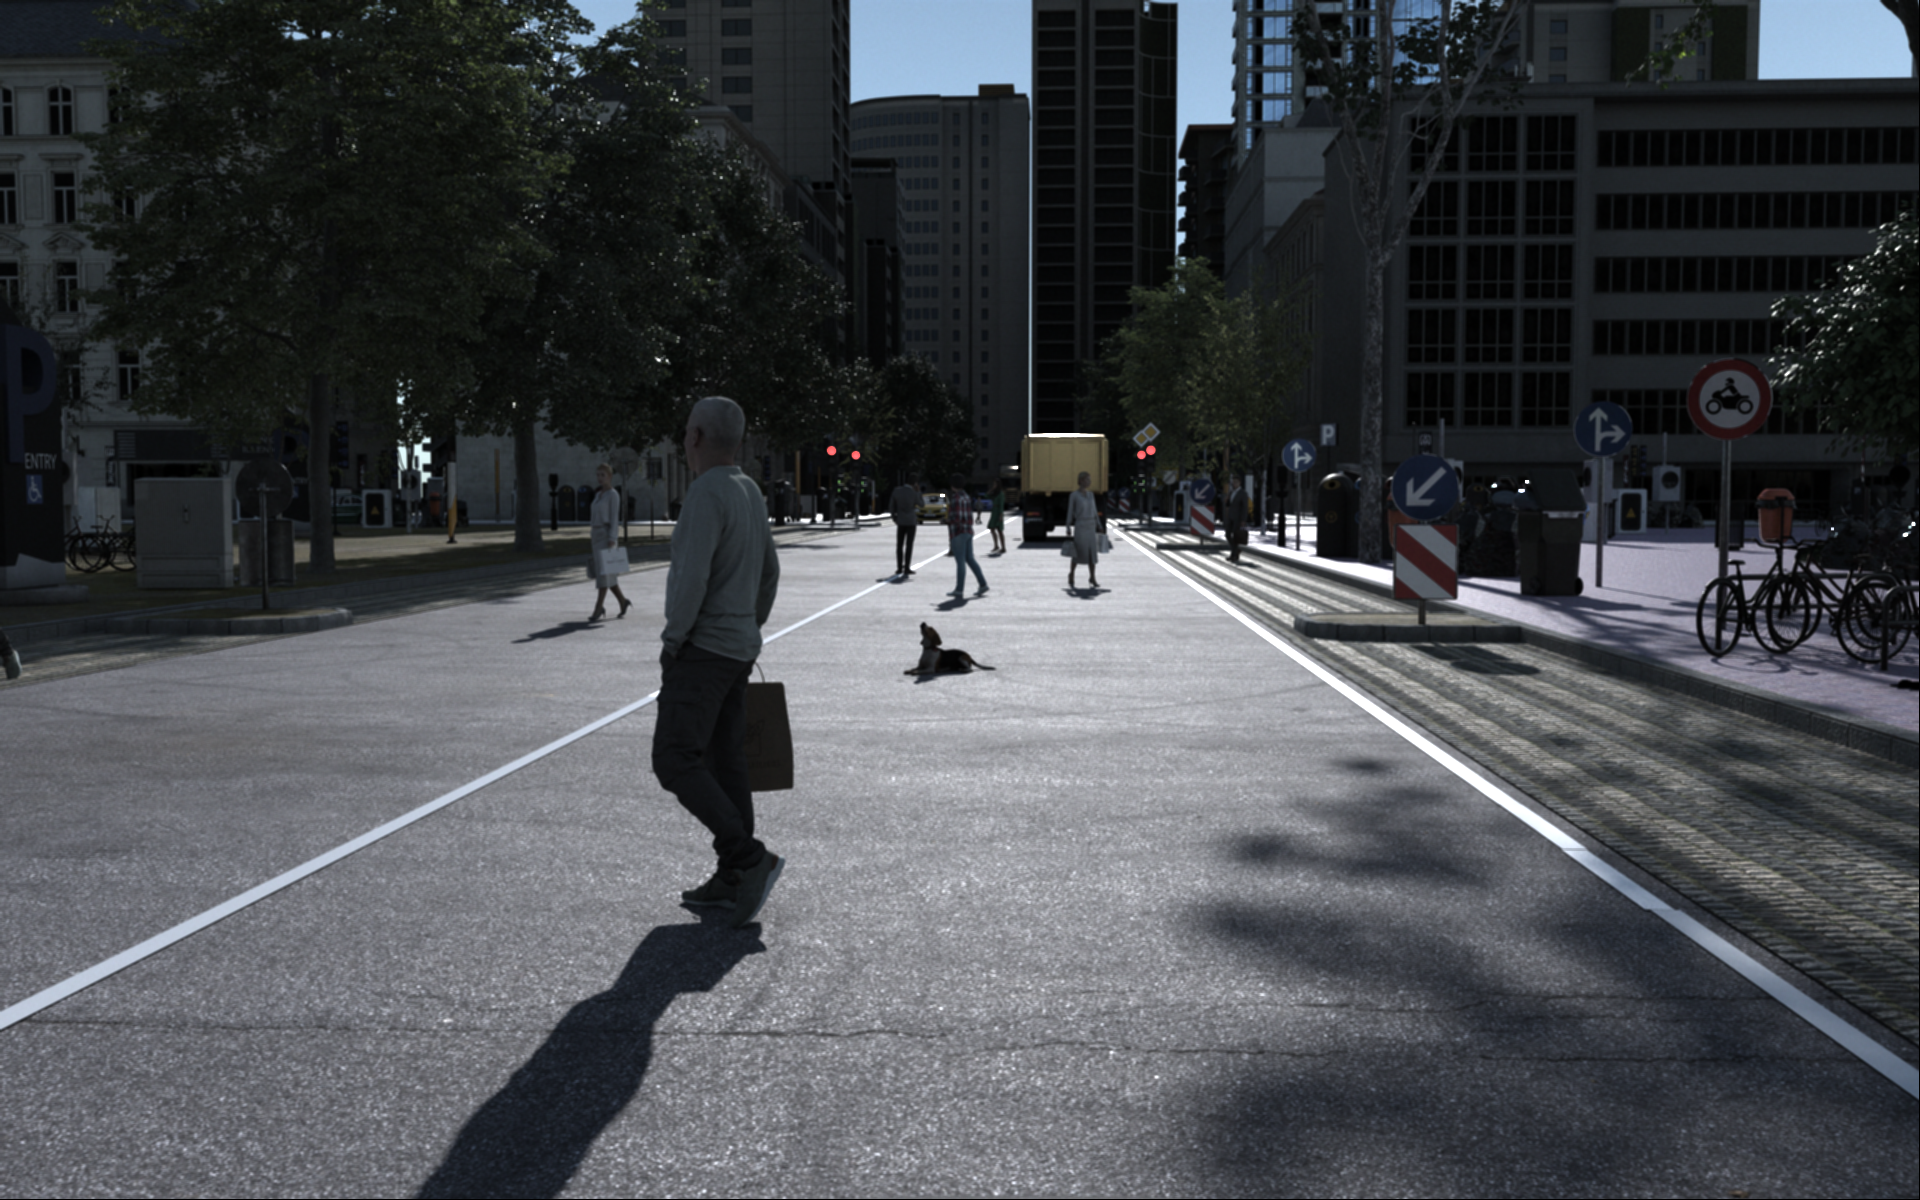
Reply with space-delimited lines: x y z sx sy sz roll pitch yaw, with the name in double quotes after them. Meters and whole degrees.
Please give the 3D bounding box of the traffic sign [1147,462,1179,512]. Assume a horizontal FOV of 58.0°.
12.813 -7.007 108.440 2.265 3.308 0.079 1 4 9 "traffic sign"

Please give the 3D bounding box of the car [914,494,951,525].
-1.268 -4.421 82.512 2.015 1.641 3.980 0 4 4 "car"

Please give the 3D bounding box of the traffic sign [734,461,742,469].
-8.715 -4.056 66.416 0.768 2.556 0.104 1 4 10 "traffic sign"

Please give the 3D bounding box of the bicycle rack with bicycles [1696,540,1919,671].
7.147 -0.021 13.733 2.925 0.926 2.852 -1 4 -14 "bicycle rack with bicycles"

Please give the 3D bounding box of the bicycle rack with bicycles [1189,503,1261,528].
10.064 -3.230 66.199 2.925 0.926 2.852 0 4 -1 "bicycle rack with bicycles"

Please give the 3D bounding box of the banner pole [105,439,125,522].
-38.644 -5.451 79.141 0.401 3.779 0.863 2 4 32 "banner pole"

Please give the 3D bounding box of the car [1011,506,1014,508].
4.669 -10.206 178.672 2.131 1.459 4.920 0 4 3 "car"

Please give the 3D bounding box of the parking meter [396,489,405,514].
-25.526 -4.322 79.078 0.372 1.533 0.369 0 3 0 "parking meter"

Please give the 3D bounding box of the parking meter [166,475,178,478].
-24.687 -2.964 54.177 0.399 1.863 0.255 1 4 19 "parking meter"

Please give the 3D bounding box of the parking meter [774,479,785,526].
-7.217 -3.887 69.269 0.255 1.863 0.399 2 4 35 "parking meter"

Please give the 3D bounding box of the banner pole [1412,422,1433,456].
16.101 -4.317 60.594 0.863 3.779 0.401 1 4 11 "banner pole"

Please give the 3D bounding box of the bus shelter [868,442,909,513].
-5.105 -8.821 121.847 2.179 5.291 8.768 0 4 4 "bus shelter"

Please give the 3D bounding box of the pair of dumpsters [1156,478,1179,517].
11.846 -5.768 96.799 1.574 2.255 4.437 0 4 3 "pair of dumpsters"

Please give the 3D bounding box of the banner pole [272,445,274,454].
-30.521 -5.377 77.935 0.863 3.779 0.401 -1 4 -9 "banner pole"

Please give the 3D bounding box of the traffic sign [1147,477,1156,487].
11.318 -6.142 102.559 0.606 2.300 0.079 0 4 4 "traffic sign"

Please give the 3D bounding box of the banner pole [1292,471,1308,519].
17.490 -6.066 89.195 0.863 3.779 0.401 1 4 21 "banner pole"

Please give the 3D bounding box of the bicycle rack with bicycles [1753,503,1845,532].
25.832 -2.434 53.171 2.852 0.926 2.925 3 4 37 "bicycle rack with bicycles"

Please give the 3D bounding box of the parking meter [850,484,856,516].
-6.122 -5.782 100.239 0.399 1.863 0.255 1 4 19 "parking meter"

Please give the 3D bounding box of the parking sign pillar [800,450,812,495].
-9.512 -7.216 106.452 1.447 3.967 1.447 -2 4 -28 "parking sign pillar"

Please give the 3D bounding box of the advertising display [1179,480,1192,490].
10.162 -4.441 77.826 0.123 1.923 0.974 -2 4 -29 "advertising display"

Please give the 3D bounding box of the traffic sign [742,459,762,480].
-7.522 -3.825 62.648 0.768 2.556 0.104 1 4 12 "traffic sign"

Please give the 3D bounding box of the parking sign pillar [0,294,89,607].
-11.083 -1.948 20.320 1.447 3.967 1.447 0 4 1 "parking sign pillar"

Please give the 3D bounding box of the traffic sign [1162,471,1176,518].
11.359 -5.747 94.069 0.768 2.556 0.104 1 4 9 "traffic sign"

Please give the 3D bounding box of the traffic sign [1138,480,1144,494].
13.749 -7.988 130.606 0.884 2.594 0.081 1 4 9 "traffic sign"

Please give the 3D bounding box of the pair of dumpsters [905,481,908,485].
-4.387 -7.747 129.156 1.574 2.255 4.437 0 4 3 "pair of dumpsters"

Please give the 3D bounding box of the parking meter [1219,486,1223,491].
15.477 -5.914 102.400 0.399 1.863 0.255 2 4 24 "parking meter"

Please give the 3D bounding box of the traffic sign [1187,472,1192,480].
13.472 -6.230 101.863 0.884 2.594 0.081 1 4 11 "traffic sign"

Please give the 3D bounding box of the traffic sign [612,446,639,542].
-8.960 -2.829 46.355 0.768 2.556 0.104 1 4 9 "traffic sign"

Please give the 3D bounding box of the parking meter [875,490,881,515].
-4.948 -5.879 104.531 0.372 1.533 0.369 0 3 0 "parking meter"

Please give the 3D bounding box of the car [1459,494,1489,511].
21.204 -3.737 71.319 3.980 1.641 2.015 0 4 3 "car"

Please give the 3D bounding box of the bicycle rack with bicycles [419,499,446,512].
-41.949 -7.476 135.608 2.852 0.926 2.925 3 5 43 "bicycle rack with bicycles"

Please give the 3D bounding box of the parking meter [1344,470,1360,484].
9.475 -2.210 41.853 0.399 1.863 0.255 2 4 25 "parking meter"

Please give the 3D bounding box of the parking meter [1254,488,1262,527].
11.777 -3.654 68.161 0.372 1.533 0.369 0 3 0 "parking meter"

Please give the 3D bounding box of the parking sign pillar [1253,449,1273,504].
17.728 -6.937 101.898 1.447 3.967 1.447 -2 4 -25 "parking sign pillar"

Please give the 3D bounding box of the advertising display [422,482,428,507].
-29.600 -5.567 96.236 0.123 1.923 0.974 0 4 7 "advertising display"

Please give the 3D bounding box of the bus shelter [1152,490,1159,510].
15.210 -8.536 133.488 2.014 3.302 5.546 0 4 3 "bus shelter"

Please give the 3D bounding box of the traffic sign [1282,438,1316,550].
7.776 -2.426 39.774 0.768 2.556 0.104 1 4 8 "traffic sign"

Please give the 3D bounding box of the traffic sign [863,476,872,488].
-5.756 -6.562 108.480 0.795 2.450 0.064 0 4 8 "traffic sign"

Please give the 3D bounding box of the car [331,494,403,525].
-25.991 -3.743 72.993 4.920 1.459 2.131 0 4 4 "car"

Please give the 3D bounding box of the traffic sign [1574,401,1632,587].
8.822 -1.452 23.843 0.768 2.556 0.104 1 4 10 "traffic sign"

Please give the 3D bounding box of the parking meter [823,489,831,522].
-6.217 -4.421 80.696 0.372 1.533 0.369 0 3 0 "parking meter"

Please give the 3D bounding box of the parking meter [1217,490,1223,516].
14.054 -5.211 93.617 0.372 1.533 0.369 0 3 0 "parking meter"

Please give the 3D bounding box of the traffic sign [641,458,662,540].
-8.641 -2.842 48.589 0.606 2.300 0.079 0 4 7 "traffic sign"

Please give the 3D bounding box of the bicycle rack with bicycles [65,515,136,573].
-14.170 -0.967 29.193 2.925 0.926 2.852 -1 4 -8 "bicycle rack with bicycles"

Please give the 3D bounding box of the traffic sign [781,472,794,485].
-8.108 -4.854 81.495 0.606 2.300 0.079 0 4 8 "traffic sign"

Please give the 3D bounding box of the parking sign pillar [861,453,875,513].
-6.086 -7.667 113.834 1.447 3.967 1.447 1 4 21 "parking sign pillar"

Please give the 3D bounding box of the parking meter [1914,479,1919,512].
36.181 -3.639 65.204 0.255 1.863 0.399 -3 5 -44 "parking meter"

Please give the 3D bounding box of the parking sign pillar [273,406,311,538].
-19.531 -3.824 50.987 1.447 3.967 1.447 1 4 13 "parking sign pillar"

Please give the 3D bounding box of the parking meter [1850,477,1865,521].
30.560 -3.259 58.993 0.399 1.863 0.255 3 4 36 "parking meter"

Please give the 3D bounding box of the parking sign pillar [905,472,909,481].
-4.409 -9.616 145.700 1.447 3.967 1.447 1 4 12 "parking sign pillar"

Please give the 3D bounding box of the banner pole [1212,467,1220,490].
20.379 -9.082 138.511 0.863 3.779 0.401 -1 4 -14 "banner pole"

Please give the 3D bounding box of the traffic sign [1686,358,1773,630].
7.218 -0.992 16.333 0.768 2.556 0.104 0 4 8 "traffic sign"

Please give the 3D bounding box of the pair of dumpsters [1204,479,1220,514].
12.820 -5.449 91.584 1.574 2.255 4.437 0 4 3 "pair of dumpsters"

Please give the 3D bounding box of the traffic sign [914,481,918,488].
-3.989 -9.163 149.928 0.768 2.556 0.104 0 4 6 "traffic sign"

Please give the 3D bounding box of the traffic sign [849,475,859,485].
-6.877 -6.882 112.626 0.768 2.556 0.104 1 4 9 "traffic sign"

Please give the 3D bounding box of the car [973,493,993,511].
2.039 -8.235 144.231 1.945 1.707 3.694 0 4 4 "car"
